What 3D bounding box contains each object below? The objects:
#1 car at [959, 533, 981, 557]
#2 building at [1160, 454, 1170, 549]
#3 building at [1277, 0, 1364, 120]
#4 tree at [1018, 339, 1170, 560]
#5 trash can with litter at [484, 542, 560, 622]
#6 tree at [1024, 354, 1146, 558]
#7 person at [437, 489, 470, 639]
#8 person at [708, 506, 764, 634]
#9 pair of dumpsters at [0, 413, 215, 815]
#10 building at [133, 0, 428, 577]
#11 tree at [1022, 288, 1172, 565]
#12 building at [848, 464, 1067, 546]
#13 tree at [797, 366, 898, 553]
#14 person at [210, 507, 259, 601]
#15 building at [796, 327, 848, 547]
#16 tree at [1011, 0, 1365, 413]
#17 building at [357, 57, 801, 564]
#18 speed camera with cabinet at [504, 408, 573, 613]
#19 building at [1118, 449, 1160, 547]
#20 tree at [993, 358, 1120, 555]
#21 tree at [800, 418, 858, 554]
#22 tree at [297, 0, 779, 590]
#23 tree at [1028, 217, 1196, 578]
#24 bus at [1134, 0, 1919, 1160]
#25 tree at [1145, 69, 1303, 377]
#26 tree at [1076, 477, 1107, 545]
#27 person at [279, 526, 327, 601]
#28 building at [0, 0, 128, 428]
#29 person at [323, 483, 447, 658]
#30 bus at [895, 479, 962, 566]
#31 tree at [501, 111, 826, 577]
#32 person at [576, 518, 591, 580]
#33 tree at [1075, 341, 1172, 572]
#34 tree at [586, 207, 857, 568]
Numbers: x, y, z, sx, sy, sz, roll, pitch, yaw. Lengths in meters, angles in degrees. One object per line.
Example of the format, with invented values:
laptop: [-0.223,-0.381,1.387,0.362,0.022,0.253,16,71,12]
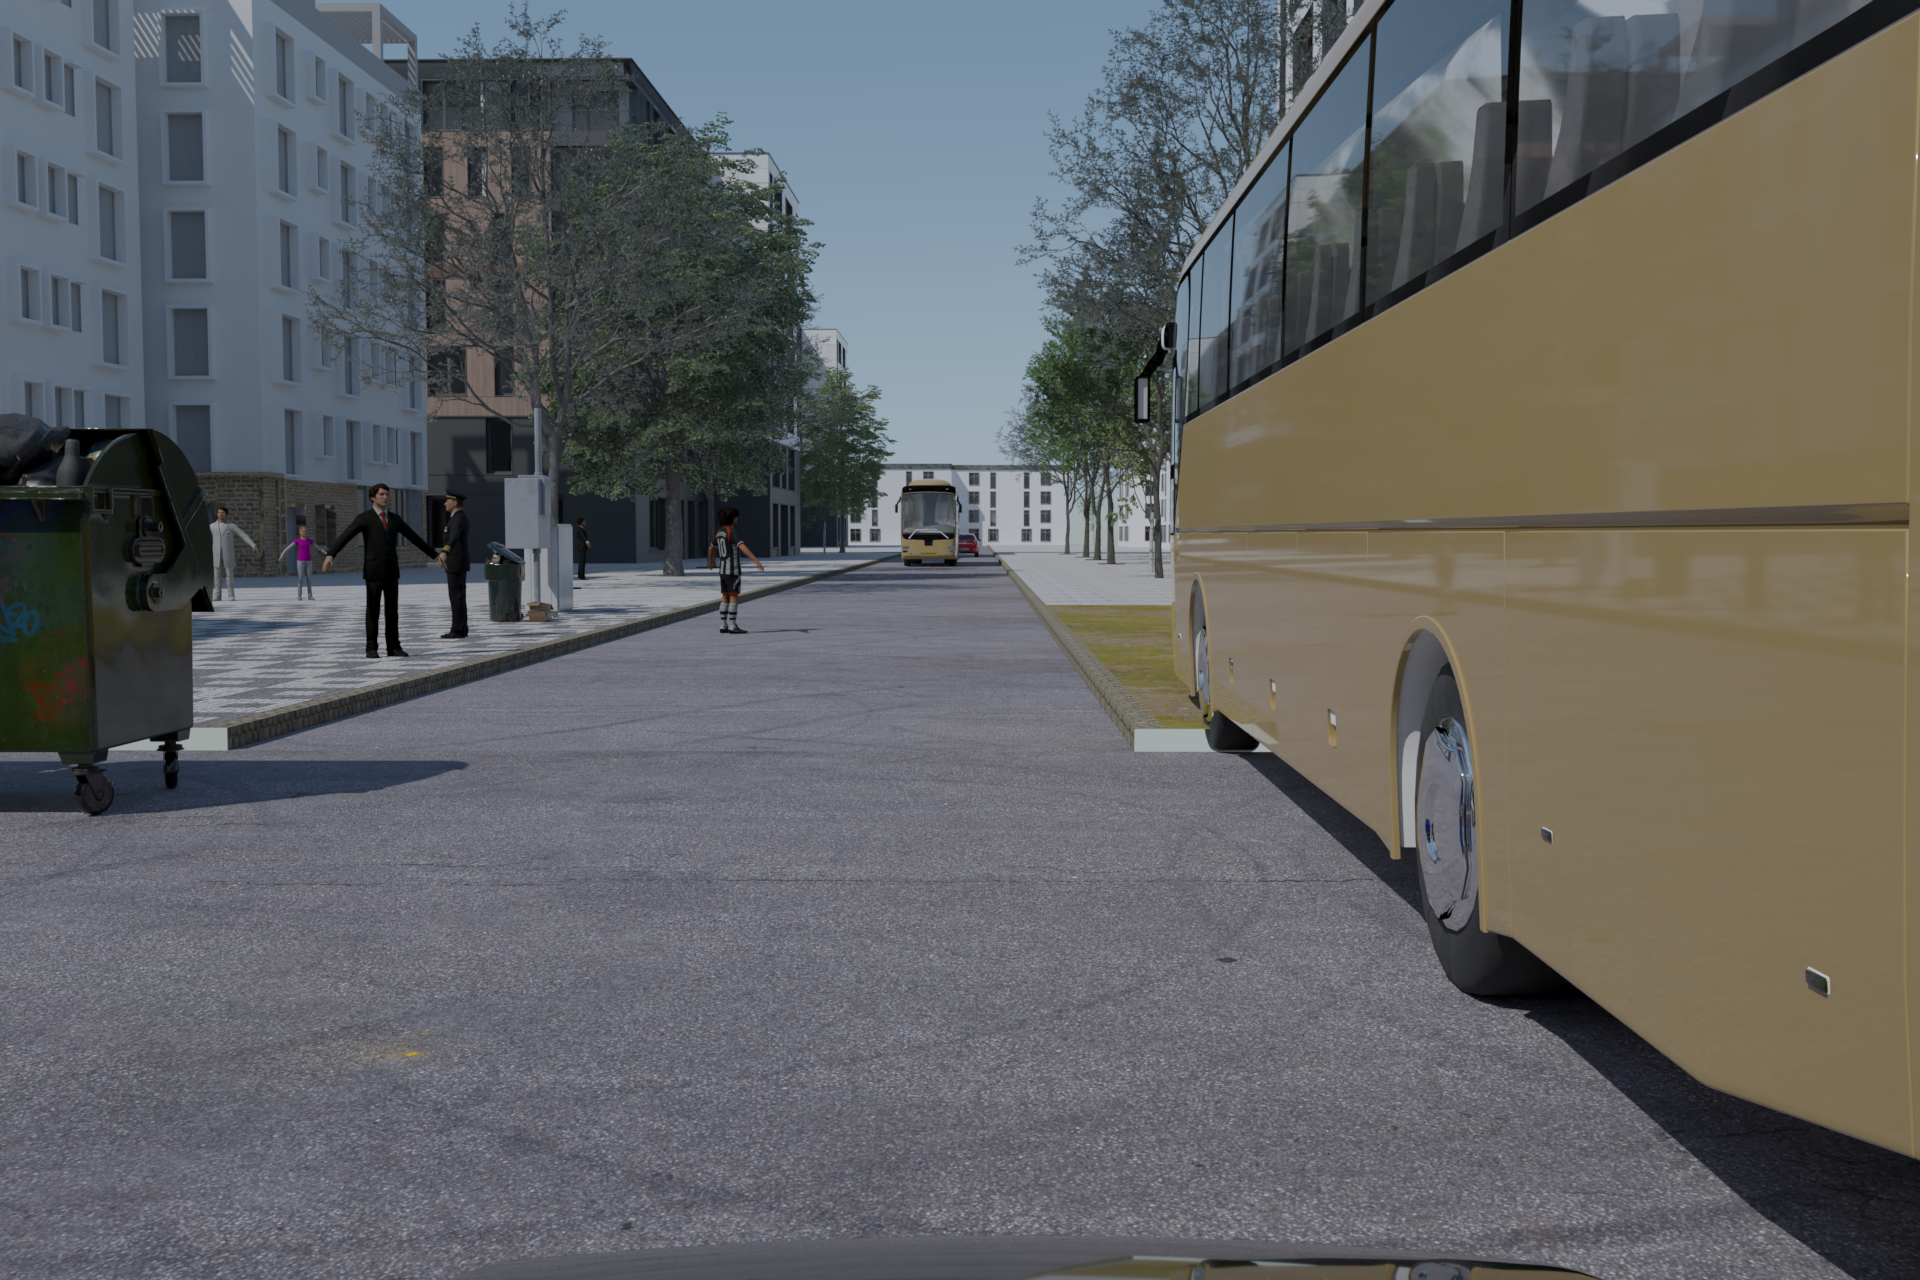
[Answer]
car: [0.270,-6.091,108.631,2.155,1.783,4.494,0,4,-1]
building: [21.986,-12.107,140.089,9.099,9.664,28.070,0,4,1]
building: [25.072,-13.417,63.335,27.936,21.610,32.646,0,4,1]
tree: [6.678,-9.697,84.309,9.928,11.665,9.643,0,3,0]
trash can with litter: [-6.433,-0.860,25.440,1.055,1.170,0.624,0,4,2]
tree: [6.948,-10.283,93.890,9.928,11.665,9.643,0,3,0]
person: [-6.243,-0.945,21.384,0.705,1.837,1.347,-1,4,-8]
person: [-3.285,-0.997,24.910,0.704,1.843,1.345,-3,5,-41]
pair of dumpsters: [-6.448,-0.258,9.165,4.436,2.255,1.574,0,4,0]
building: [-25.341,-11.997,52.563,16.016,20.090,11.380,0,4,1]
tree: [6.261,-9.004,72.965,9.928,11.665,9.643,0,3,0]
building: [-1.036,-16.045,206.947,28.070,9.664,9.099,0,4,0]
tree: [-8.101,-12.199,117.583,7.486,12.596,7.792,0,3,0]
person: [-14.135,-1.653,33.219,1.347,1.806,0.705,-1,4,-10]
building: [-26.237,-19.972,170.510,27.936,21.610,32.646,0,4,1]
tree: [6.135,-7.659,35.591,12.009,13.543,11.850,0,3,0]
building: [-24.209,-15.121,91.205,27.936,21.610,32.646,0,4,1]
speed camera with cabinet: [-6.805,-2.059,28.008,0.660,3.252,2.038,0,4,2]
building: [21.201,-13.972,170.587,9.099,9.664,28.070,0,4,0]
tree: [6.871,-12.112,108.400,12.009,13.543,11.850,0,3,0]
tree: [-8.655,-9.819,110.906,4.737,8.622,4.395,0,3,0]
tree: [-9.427,-7.921,39.882,12.009,13.543,11.850,0,3,0]
tree: [5.453,-7.062,49.872,7.601,10.594,8.767,-1,4,-19]
bus: [2.765,-1.017,8.178,2.896,3.916,12.252,0,4,1]
tree: [5.673,-4.707,27.324,4.360,8.622,3.978,0,3,0]
tree: [16.413,-15.843,209.387,4.360,8.622,3.978,0,3,0]
person: [-12.636,-1.478,33.428,0.991,1.433,0.599,-2,4,-35]
building: [-28.199,-10.968,35.743,16.016,20.090,11.380,0,4,0]
person: [-6.000,-0.723,18.009,1.347,1.806,0.705,-3,5,-44]
bus: [-1.325,-5.461,80.831,2.896,3.916,12.252,0,4,0]
tree: [-8.780,-8.890,52.006,9.857,13.997,8.962,0,3,0]
person: [-10.447,-2.538,48.216,0.721,1.740,1.216,-1,4,-22]
tree: [6.311,-6.596,58.212,4.737,8.622,4.395,0,3,0]
tree: [-9.409,-9.454,64.944,12.009,13.543,11.850,0,3,0]
